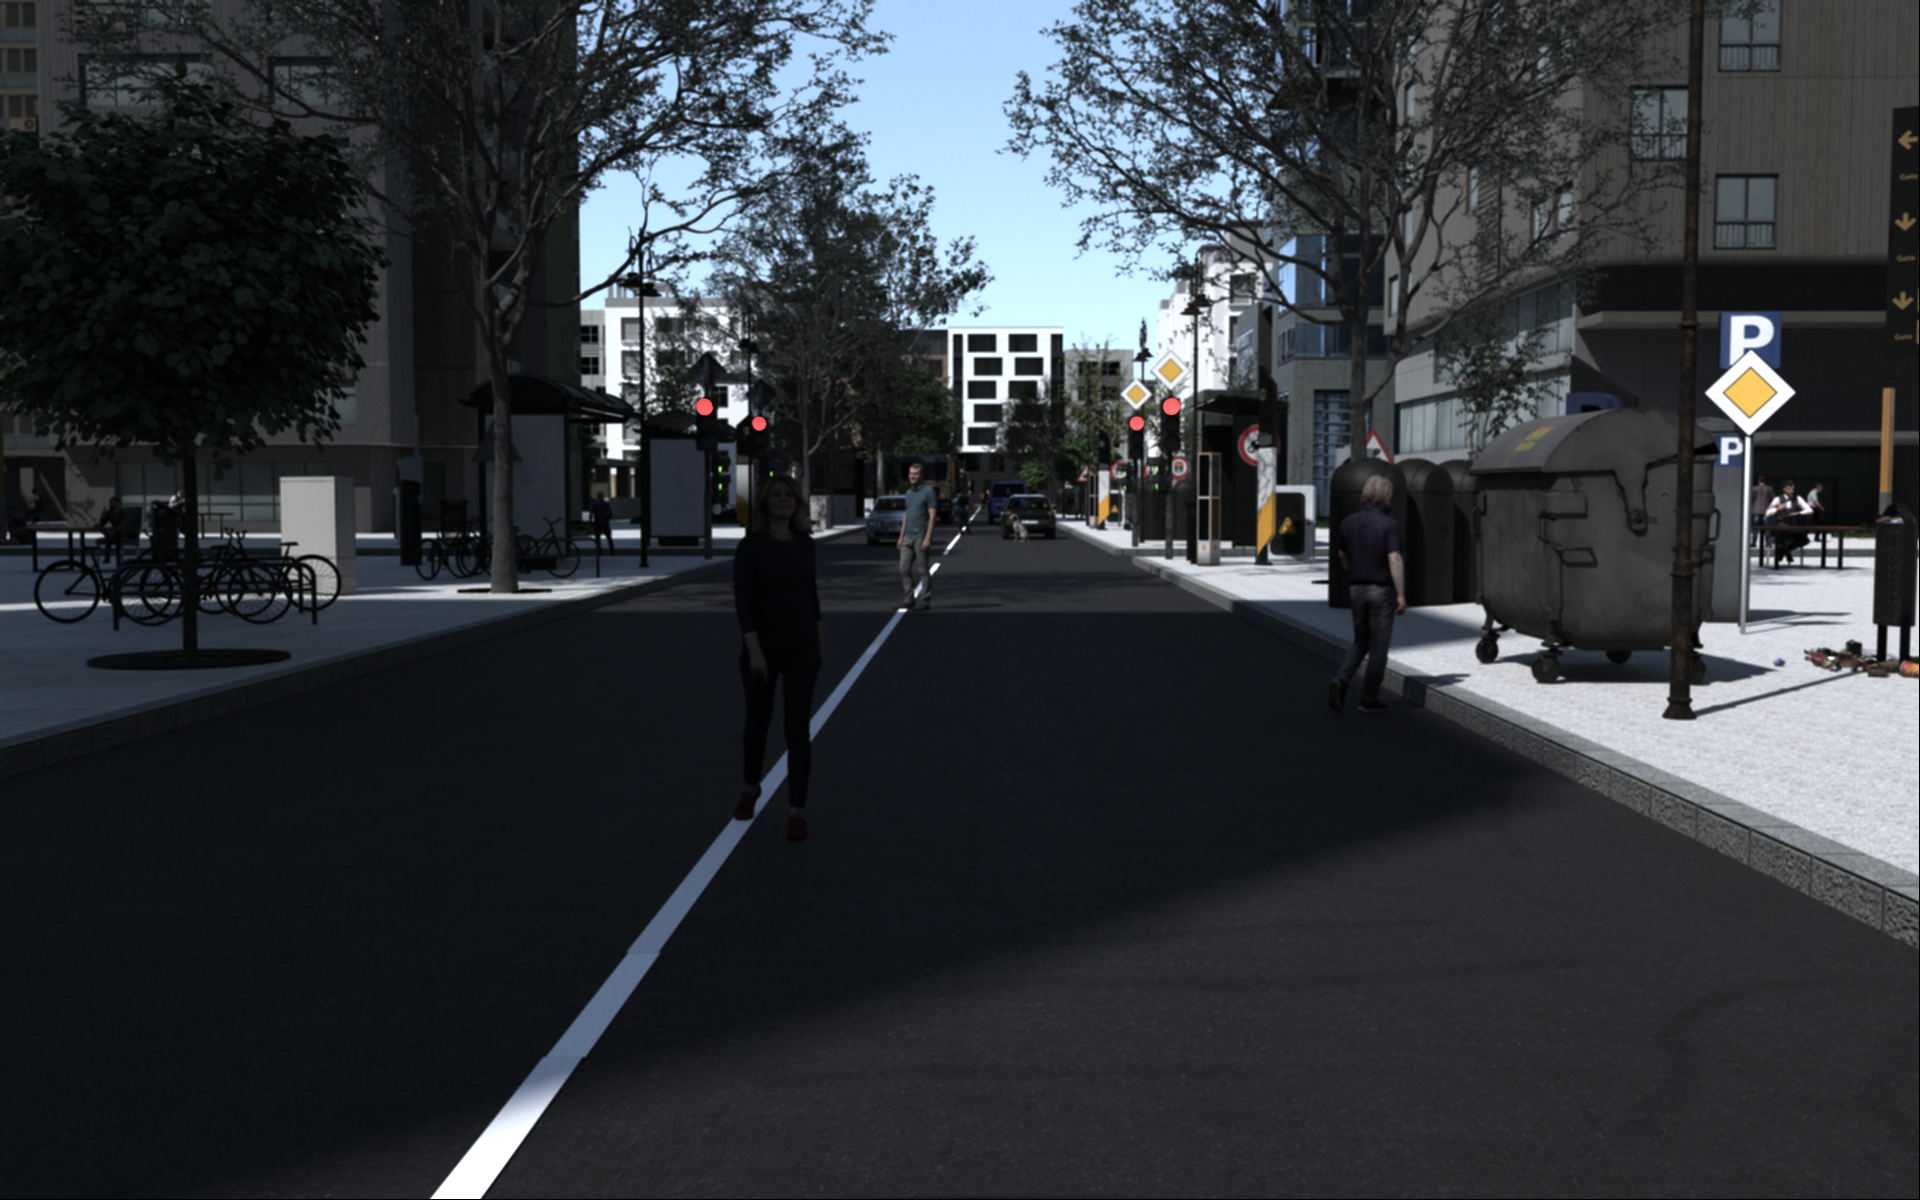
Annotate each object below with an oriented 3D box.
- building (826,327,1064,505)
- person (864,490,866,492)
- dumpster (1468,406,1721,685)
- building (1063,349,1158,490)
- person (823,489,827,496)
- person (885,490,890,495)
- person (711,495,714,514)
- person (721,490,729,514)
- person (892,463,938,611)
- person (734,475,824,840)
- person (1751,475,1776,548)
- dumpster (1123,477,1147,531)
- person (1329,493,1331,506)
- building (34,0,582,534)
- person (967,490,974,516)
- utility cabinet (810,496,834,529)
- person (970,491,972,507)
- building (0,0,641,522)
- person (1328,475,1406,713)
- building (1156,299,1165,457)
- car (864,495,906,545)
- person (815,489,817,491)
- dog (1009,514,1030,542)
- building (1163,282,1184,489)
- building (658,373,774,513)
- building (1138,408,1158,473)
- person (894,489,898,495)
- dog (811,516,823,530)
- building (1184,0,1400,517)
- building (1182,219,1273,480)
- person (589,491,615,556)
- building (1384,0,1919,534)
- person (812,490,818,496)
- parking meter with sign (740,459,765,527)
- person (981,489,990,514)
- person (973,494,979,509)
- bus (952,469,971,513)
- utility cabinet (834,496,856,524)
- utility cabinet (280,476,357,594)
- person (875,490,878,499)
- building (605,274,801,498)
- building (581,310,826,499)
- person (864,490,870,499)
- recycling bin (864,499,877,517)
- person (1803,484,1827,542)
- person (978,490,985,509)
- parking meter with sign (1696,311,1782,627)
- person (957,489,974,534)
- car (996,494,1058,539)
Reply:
[{"bbox_3d":[-3.421,-23.343,225.631,32.646,21.610,27.936,0,4,1],"label":"building"},{"bbox_3d":[-8.566,-9.208,157.116,0.721,1.766,1.217,2,4,33],"label":"person"},{"bbox_3d":[4.486,-0.403,12.345,1.264,1.857,1.865,0,4,1],"label":"dumpster"},{"bbox_3d":[28.656,-21.603,219.661,31.486,18.905,16.747,0,4,1],"label":"building"},{"bbox_3d":[-11.919,-9.124,156.015,1.217,1.735,0.721,-2,4,-34],"label":"person"},{"bbox_3d":[-6.697,-9.557,162.858,0.990,1.755,0.434,1,4,19],"label":"person"},{"bbox_3d":[-7.088,-2.433,48.199,0.453,1.535,0.546,-3,4,-37],"label":"person"},{"bbox_3d":[-13.146,-5.397,96.819,0.613,1.512,0.480,-1,4,-14],"label":"person"},{"bbox_3d":[-0.560,-0.779,21.361,0.434,1.807,0.598,-2,4,-30],"label":"person"},{"bbox_3d":[-0.808,0.223,7.391,0.480,1.512,0.613,-3,5,-45],"label":"person"},{"bbox_3d":[19.113,-2.107,41.313,0.655,1.722,0.431,2,4,26],"label":"person"},{"bbox_3d":[6.424,-3.383,61.067,1.264,1.857,1.865,0,4,1],"label":"dumpster"},{"bbox_3d":[12.480,-2.926,57.119,0.776,1.435,0.726,3,5,42],"label":"person"},{"bbox_3d":[-22.176,-23.083,61.009,14.154,41.232,14.086,0,4,1],"label":"building"},{"bbox_3d":[0.653,-6.423,114.439,0.541,1.710,0.530,2,4,35],"label":"person"},{"bbox_3d":[-5.210,-3.233,64.020,1.020,1.237,0.306,3,5,40],"label":"utility cabinet"},{"bbox_3d":[1.188,-10.989,188.311,0.705,1.807,1.348,0,4,3],"label":"person"},{"bbox_3d":[-33.024,-24.241,88.221,32.217,40.220,23.993,0,4,1],"label":"building"},{"bbox_3d":[2.627,-0.041,11.377,0.471,1.553,0.569,0,4,-5],"label":"person"},{"bbox_3d":[25.027,-17.854,148.333,16.016,20.091,11.380,0,4,1],"label":"building"},{"bbox_3d":[-1.751,-2.325,50.023,2.014,1.417,4.499,0,4,0],"label":"car"},{"bbox_3d":[-13.941,-9.719,165.756,0.742,1.727,0.445,3,4,38],"label":"person"},{"bbox_3d":[1.881,-2.174,52.375,0.513,0.831,0.800,-2,4,-29],"label":"dog"},{"bbox_3d":[24.931,-17.149,136.812,16.016,20.091,11.380,0,4,1],"label":"building"},{"bbox_3d":[-18.769,-11.724,133.835,9.099,9.664,28.070,0,4,1],"label":"building"},{"bbox_3d":[22.769,-13.845,168.521,9.099,9.664,28.070,0,4,1],"label":"building"},{"bbox_3d":[-5.636,-9.228,157.711,1.217,1.735,0.721,-1,4,-10],"label":"person"},{"bbox_3d":[-5.194,-2.745,61.714,0.540,0.507,0.406,-1,4,-14],"label":"dog"},{"bbox_3d":[26.092,-48.122,99.466,22.319,86.520,31.000,0,4,1],"label":"building"},{"bbox_3d":[24.947,-16.414,124.785,16.016,20.091,11.380,0,4,1],"label":"building"},{"bbox_3d":[-7.947,-1.681,38.684,0.574,1.496,0.600,0,4,3],"label":"person"},{"bbox_3d":[32.364,-29.142,65.710,27.495,52.752,28.713,0,4,1],"label":"building"},{"bbox_3d":[-6.922,-4.518,82.601,0.574,1.496,0.600,-2,4,-33],"label":"person"},{"bbox_3d":[-7.970,-4.338,67.192,0.543,3.016,1.738,1,4,20],"label":"parking meter with sign"},{"bbox_3d":[1.857,-6.867,121.301,0.750,1.759,0.617,-1,4,-16],"label":"person"},{"bbox_3d":[1.315,-9.455,166.320,0.991,1.433,0.599,1,4,15],"label":"person"},{"bbox_3d":[-0.749,-8.034,126.222,2.948,3.499,13.247,0,4,0],"label":"bus"},{"bbox_3d":[-5.001,-3.860,74.266,1.020,1.237,0.306,0,4,1],"label":"utility cabinet"},{"bbox_3d":[-8.212,-0.826,22.185,1.173,1.500,0.318,3,4,36],"label":"utility cabinet"},{"bbox_3d":[-8.433,-10.472,178.041,0.721,1.735,1.217,3,4,36],"label":"person"},{"bbox_3d":[-22.169,-18.156,153.266,16.016,20.091,11.380,0,4,1],"label":"building"},{"bbox_3d":[-30.001,-18.839,174.468,31.486,18.905,16.747,0,4,1],"label":"building"},{"bbox_3d":[-6.498,-6.954,120.668,0.541,1.710,0.530,3,5,40],"label":"person"},{"bbox_3d":[-4.898,-5.153,96.800,0.722,1.027,0.722,2,4,31],"label":"recycling bin"},{"bbox_3d":[22.891,-2.332,46.389,0.590,1.554,0.614,2,4,25],"label":"person"},{"bbox_3d":[2.186,-9.432,162.657,1.348,1.831,0.705,-1,4,-19],"label":"person"},{"bbox_3d":[7.727,-1.297,17.472,0.543,3.016,1.738,1,4,12],"label":"parking meter with sign"},{"bbox_3d":[0.183,-3.140,61.714,0.647,1.594,0.662,3,4,37],"label":"person"},{"bbox_3d":[2.191,-2.838,56.183,2.009,1.686,4.222,0,4,1],"label":"car"}]
